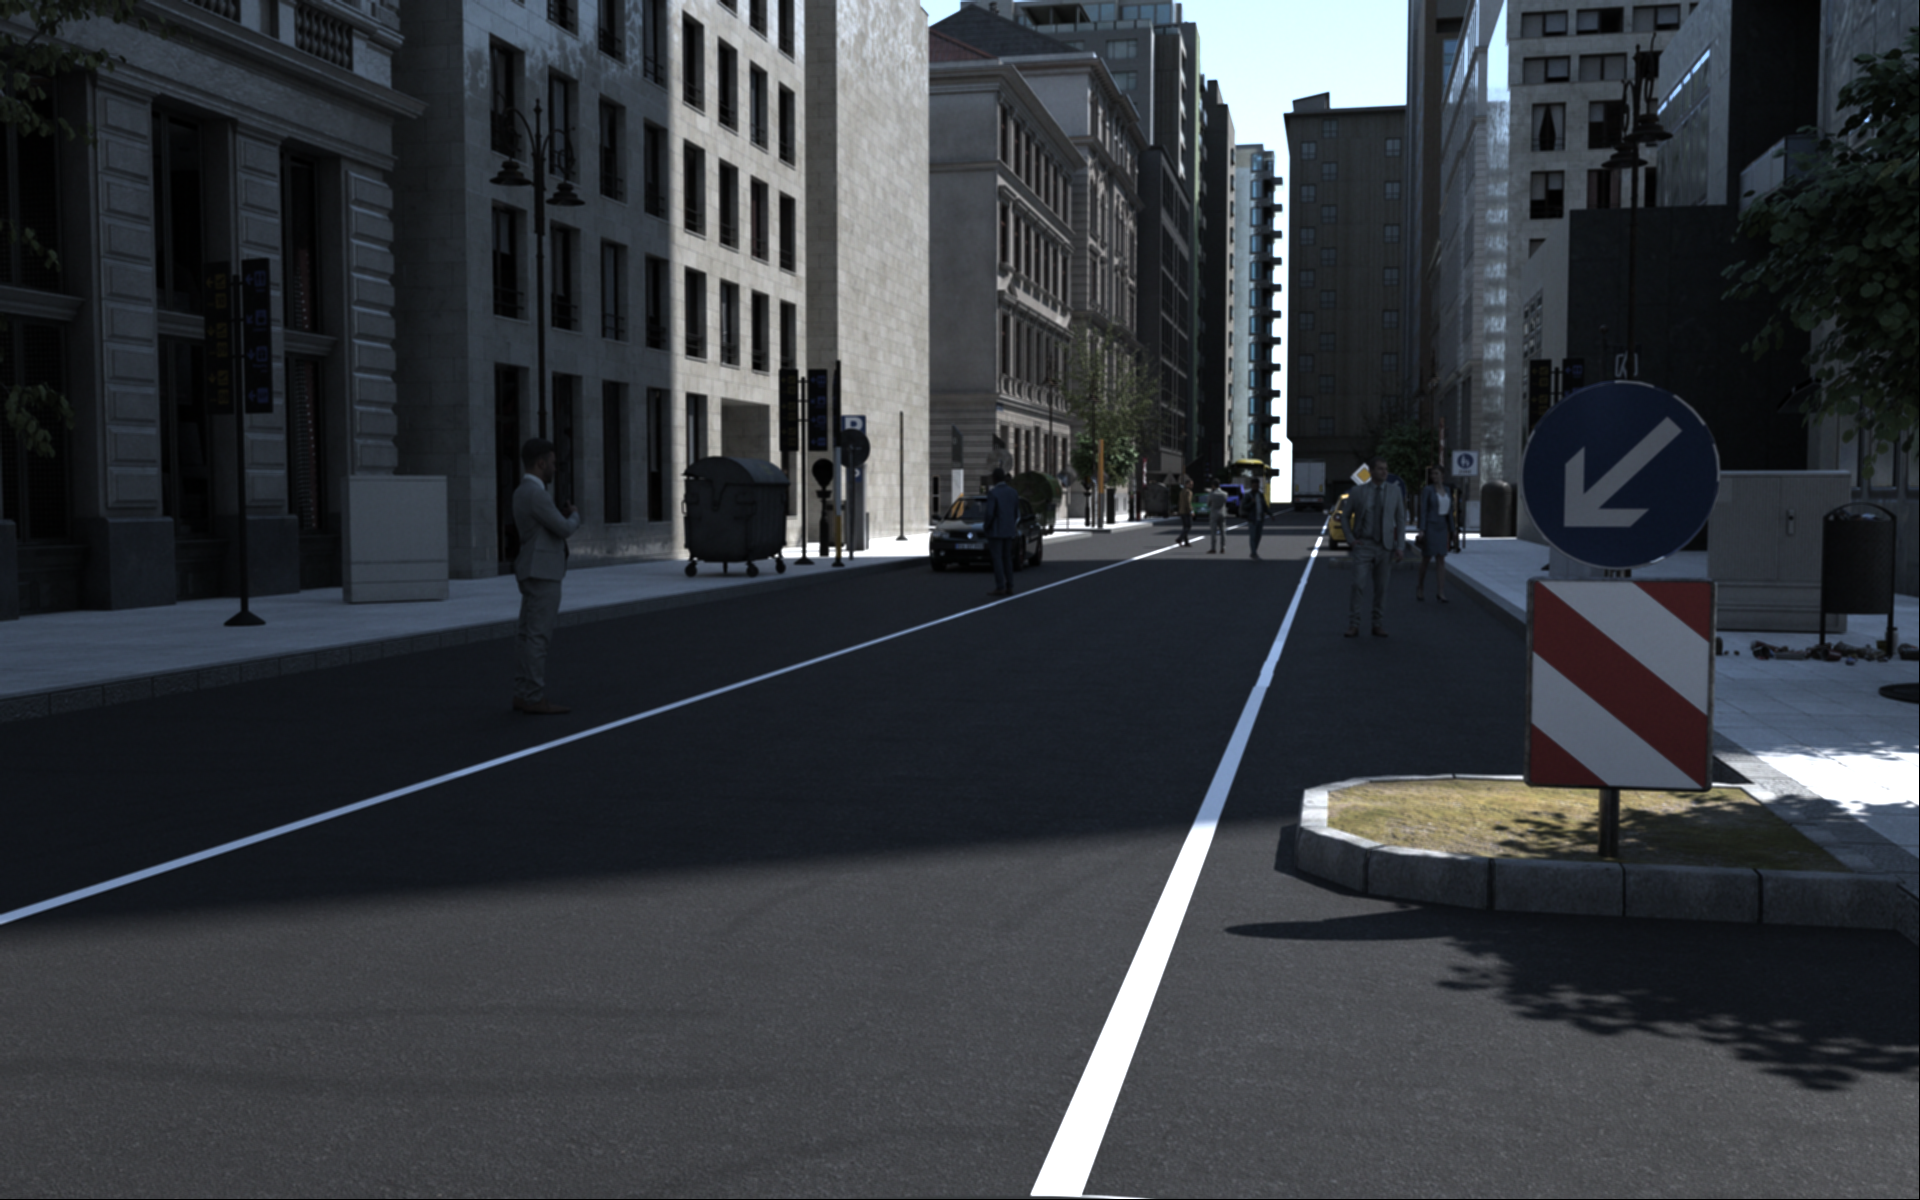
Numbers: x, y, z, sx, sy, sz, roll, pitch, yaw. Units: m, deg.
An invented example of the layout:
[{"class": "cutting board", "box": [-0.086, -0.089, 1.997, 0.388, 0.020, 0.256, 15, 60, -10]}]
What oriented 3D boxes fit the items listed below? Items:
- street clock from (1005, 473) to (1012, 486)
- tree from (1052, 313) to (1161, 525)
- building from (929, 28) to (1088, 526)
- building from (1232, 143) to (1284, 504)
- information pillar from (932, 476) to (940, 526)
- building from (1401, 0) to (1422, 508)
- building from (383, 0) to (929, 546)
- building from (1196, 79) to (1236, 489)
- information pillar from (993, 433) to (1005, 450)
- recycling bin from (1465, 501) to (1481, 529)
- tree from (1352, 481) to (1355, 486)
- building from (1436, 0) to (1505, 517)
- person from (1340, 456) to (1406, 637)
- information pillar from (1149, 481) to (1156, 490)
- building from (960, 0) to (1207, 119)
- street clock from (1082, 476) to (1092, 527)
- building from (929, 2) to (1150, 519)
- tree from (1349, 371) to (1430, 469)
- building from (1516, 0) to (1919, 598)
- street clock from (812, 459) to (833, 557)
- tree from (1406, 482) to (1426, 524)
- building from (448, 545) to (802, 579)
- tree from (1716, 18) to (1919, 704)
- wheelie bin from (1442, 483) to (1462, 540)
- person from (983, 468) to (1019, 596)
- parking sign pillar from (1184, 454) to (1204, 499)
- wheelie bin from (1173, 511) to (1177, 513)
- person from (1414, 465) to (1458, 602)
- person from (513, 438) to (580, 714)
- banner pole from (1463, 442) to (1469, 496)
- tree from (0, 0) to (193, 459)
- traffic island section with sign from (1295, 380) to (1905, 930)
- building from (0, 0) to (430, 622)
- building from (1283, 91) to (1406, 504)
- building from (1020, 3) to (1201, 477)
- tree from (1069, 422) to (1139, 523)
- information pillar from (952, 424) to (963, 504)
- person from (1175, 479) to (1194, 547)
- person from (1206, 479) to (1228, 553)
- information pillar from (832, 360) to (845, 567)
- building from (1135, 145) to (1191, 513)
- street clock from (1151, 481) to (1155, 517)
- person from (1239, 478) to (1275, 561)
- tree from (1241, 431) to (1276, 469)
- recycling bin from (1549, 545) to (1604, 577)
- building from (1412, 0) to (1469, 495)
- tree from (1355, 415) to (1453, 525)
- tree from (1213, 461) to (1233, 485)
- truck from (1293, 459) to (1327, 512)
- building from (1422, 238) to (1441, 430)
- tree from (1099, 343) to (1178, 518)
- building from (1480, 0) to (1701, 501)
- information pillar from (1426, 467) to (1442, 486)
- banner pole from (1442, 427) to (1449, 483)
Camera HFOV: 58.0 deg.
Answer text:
[{"class": "street clock", "box": [1.432, -3.157, 56.181, 0.471, 2.002, 0.358, -2, 4, -34]}, {"class": "tree", "box": [5.806, -7.376, 70.955, 4.737, 8.622, 4.395, 0, 3, 0]}, {"class": "building", "box": [-1.366, -14.900, 79.779, 11.583, 22.565, 21.152, 1, 4, 12]}, {"class": "building", "box": [28.536, -37.734, 236.559, 30.456, 49.044, 23.786, 1, 4, 12]}, {"class": "information pillar", "box": [-0.970, -3.963, 69.286, 0.304, 2.012, 0.304, 0, 4, -1]}, {"class": "building", "box": [54.006, -38.305, 168.279, 21.231, 58.520, 28.212, 1, 4, 12]}, {"class": "building", "box": [-10.315, -12.065, 52.021, 16.860, 20.320, 10.420, 1, 4, 12]}, {"class": "building", "box": [20.712, -35.366, 201.933, 21.600, 48.544, 21.300, 1, 4, 12]}, {"class": "information pillar", "box": [1.466, -4.545, 65.662, 0.504, 3.616, 0.183, 0, 4, 7]}, {"class": "recycling bin", "box": [19.237, -3.169, 64.368, 0.722, 1.027, 0.722, 0, 4, 3]}, {"class": "tree", "box": [21.155, -5.923, 80.548, 4.285, 4.588, 4.351, 0, 3, 0]}, {"class": "building", "box": [33.749, -19.635, 98.528, 11.434, 29.767, 29.804, 1, 4, 12]}, {"class": "person", "box": [4.174, -0.545, 17.508, 0.635, 1.810, 0.391, 0, 4, -2]}, {"class": "information pillar", "box": [11.021, -5.788, 99.130, 0.304, 2.012, 0.304, 0, 4, -6]}, {"class": "building", "box": [12.380, -33.692, 170.473, 23.786, 49.044, 30.456, 1, 4, 12]}, {"class": "street clock", "box": [5.039, -3.902, 68.368, 0.471, 2.002, 0.358, 0, 3, 0]}, {"class": "building", "box": [2.984, -19.229, 101.782, 14.401, 28.519, 23.554, 1, 4, 12]}, {"class": "tree", "box": [25.686, -9.318, 102.713, 4.360, 8.622, 3.978, 0, 3, 0]}, {"class": "building", "box": [23.634, -43.859, 29.760, 22.319, 86.520, 31.000, 1, 4, 12]}, {"class": "street clock", "box": [-2.791, -1.896, 35.563, 0.471, 2.002, 0.358, 0, 4, -1]}, {"class": "tree", "box": [19.735, -4.915, 74.966, 1.663, 3.219, 1.824, 0, 3, 0]}, {"class": "building", "box": [-10.596, -11.005, 34.680, 10.420, 20.320, 16.860, 1, 4, 12]}, {"class": "tree", "box": [6.521, -1.653, 10.748, 4.285, 4.588, 4.351, 0, 3, 0]}, {"class": "wheelie bin", "box": [13.474, -2.473, 48.348, 0.980, 1.594, 0.693, -1, 4, -11]}, {"class": "person", "box": [0.593, -0.969, 24.518, 0.419, 1.800, 0.721, 3, 5, 41]}, {"class": "parking sign pillar", "box": [15.603, -7.785, 115.755, 1.447, 3.967, 1.447, -1, 4, -20]}, {"class": "wheelie bin", "box": [14.604, -6.713, 117.658, 0.980, 1.594, 0.693, 1, 4, 23]}, {"class": "person", "box": [6.348, -0.894, 23.148, 0.581, 1.822, 0.654, 0, 4, -4]}, {"class": "person", "box": [-2.714, -0.168, 11.422, 0.466, 1.800, 0.511, -3, 5, -39]}, {"class": "banner pole", "box": [24.360, -5.712, 83.404, 0.401, 3.779, 0.863, 2, 4, 33]}, {"class": "tree", "box": [-6.901, -3.672, 10.396, 4.737, 8.622, 4.395, 0, 3, 0]}, {"class": "traffic island section with sign", "box": [2.352, 0.111, 6.821, 1.989, 1.847, 2.006, 1, 4, 12]}, {"class": "building", "box": [-14.648, -11.460, 16.243, 11.050, 23.489, 19.941, 1, 4, 12]}, {"class": "building", "box": [57.696, -39.402, 233.460, 27.495, 52.752, 28.713, 1, 4, 12]}, {"class": "building", "box": [12.704, -28.351, 147.138, 14.154, 41.232, 14.086, 1, 4, 12]}, {"class": "tree", "box": [6.295, -5.665, 76.341, 4.285, 4.588, 4.351, 0, 3, 0]}, {"class": "information pillar", "box": [-0.092, -4.074, 57.963, 0.183, 3.616, 0.504, -3, 5, -42]}, {"class": "person", "box": [6.119, -2.351, 46.852, 0.656, 1.842, 0.836, 3, 5, 40]}, {"class": "person", "box": [6.213, -2.037, 41.989, 0.511, 1.800, 0.466, -2, 4, -28]}, {"class": "information pillar", "box": [-2.171, -2.400, 30.591, 0.183, 3.616, 0.504, -1, 4, -11]}, {"class": "building", "box": [8.607, -20.318, 125.700, 14.314, 27.812, 24.014, 1, 4, 12]}, {"class": "street clock", "box": [10.926, -5.731, 98.269, 0.358, 2.002, 0.471, 0, 4, 5]}, {"class": "person", "box": [6.370, -1.745, 37.385, 0.623, 1.781, 0.721, -3, 5, -41]}, {"class": "tree", "box": [34.375, -15.271, 200.047, 4.360, 8.622, 3.978, 0, 3, 0]}, {"class": "recycling bin", "box": [8.872, -0.735, 24.566, 0.722, 1.027, 0.722, -2, 4, -31]}, {"class": "building", "box": [46.419, -30.493, 148.669, 14.600, 45.320, 14.200, 1, 4, 12]}, {"class": "tree", "box": [18.680, -5.372, 71.547, 4.285, 4.588, 4.351, 0, 3, 0]}, {"class": "tree", "box": [26.480, -11.356, 169.380, 4.285, 4.588, 4.351, 0, 3, 0]}, {"class": "truck", "box": [29.254, -9.540, 144.889, 2.839, 4.237, 11.283, 1, 4, 12]}, {"class": "building", "box": [39.333, -17.578, 123.559, 11.583, 22.565, 21.152, 1, 4, 12]}, {"class": "tree", "box": [8.613, -8.252, 85.279, 4.360, 8.622, 3.978, 0, 3, 0]}, {"class": "building", "box": [29.732, -13.038, 67.929, 16.860, 20.320, 10.420, 1, 4, 12]}, {"class": "information pillar", "box": [12.661, -2.557, 46.301, 0.304, 2.012, 0.304, -3, 5, -39]}, {"class": "banner pole", "box": [17.980, -4.541, 64.259, 0.401, 3.779, 0.863, 2, 4, 33]}]
